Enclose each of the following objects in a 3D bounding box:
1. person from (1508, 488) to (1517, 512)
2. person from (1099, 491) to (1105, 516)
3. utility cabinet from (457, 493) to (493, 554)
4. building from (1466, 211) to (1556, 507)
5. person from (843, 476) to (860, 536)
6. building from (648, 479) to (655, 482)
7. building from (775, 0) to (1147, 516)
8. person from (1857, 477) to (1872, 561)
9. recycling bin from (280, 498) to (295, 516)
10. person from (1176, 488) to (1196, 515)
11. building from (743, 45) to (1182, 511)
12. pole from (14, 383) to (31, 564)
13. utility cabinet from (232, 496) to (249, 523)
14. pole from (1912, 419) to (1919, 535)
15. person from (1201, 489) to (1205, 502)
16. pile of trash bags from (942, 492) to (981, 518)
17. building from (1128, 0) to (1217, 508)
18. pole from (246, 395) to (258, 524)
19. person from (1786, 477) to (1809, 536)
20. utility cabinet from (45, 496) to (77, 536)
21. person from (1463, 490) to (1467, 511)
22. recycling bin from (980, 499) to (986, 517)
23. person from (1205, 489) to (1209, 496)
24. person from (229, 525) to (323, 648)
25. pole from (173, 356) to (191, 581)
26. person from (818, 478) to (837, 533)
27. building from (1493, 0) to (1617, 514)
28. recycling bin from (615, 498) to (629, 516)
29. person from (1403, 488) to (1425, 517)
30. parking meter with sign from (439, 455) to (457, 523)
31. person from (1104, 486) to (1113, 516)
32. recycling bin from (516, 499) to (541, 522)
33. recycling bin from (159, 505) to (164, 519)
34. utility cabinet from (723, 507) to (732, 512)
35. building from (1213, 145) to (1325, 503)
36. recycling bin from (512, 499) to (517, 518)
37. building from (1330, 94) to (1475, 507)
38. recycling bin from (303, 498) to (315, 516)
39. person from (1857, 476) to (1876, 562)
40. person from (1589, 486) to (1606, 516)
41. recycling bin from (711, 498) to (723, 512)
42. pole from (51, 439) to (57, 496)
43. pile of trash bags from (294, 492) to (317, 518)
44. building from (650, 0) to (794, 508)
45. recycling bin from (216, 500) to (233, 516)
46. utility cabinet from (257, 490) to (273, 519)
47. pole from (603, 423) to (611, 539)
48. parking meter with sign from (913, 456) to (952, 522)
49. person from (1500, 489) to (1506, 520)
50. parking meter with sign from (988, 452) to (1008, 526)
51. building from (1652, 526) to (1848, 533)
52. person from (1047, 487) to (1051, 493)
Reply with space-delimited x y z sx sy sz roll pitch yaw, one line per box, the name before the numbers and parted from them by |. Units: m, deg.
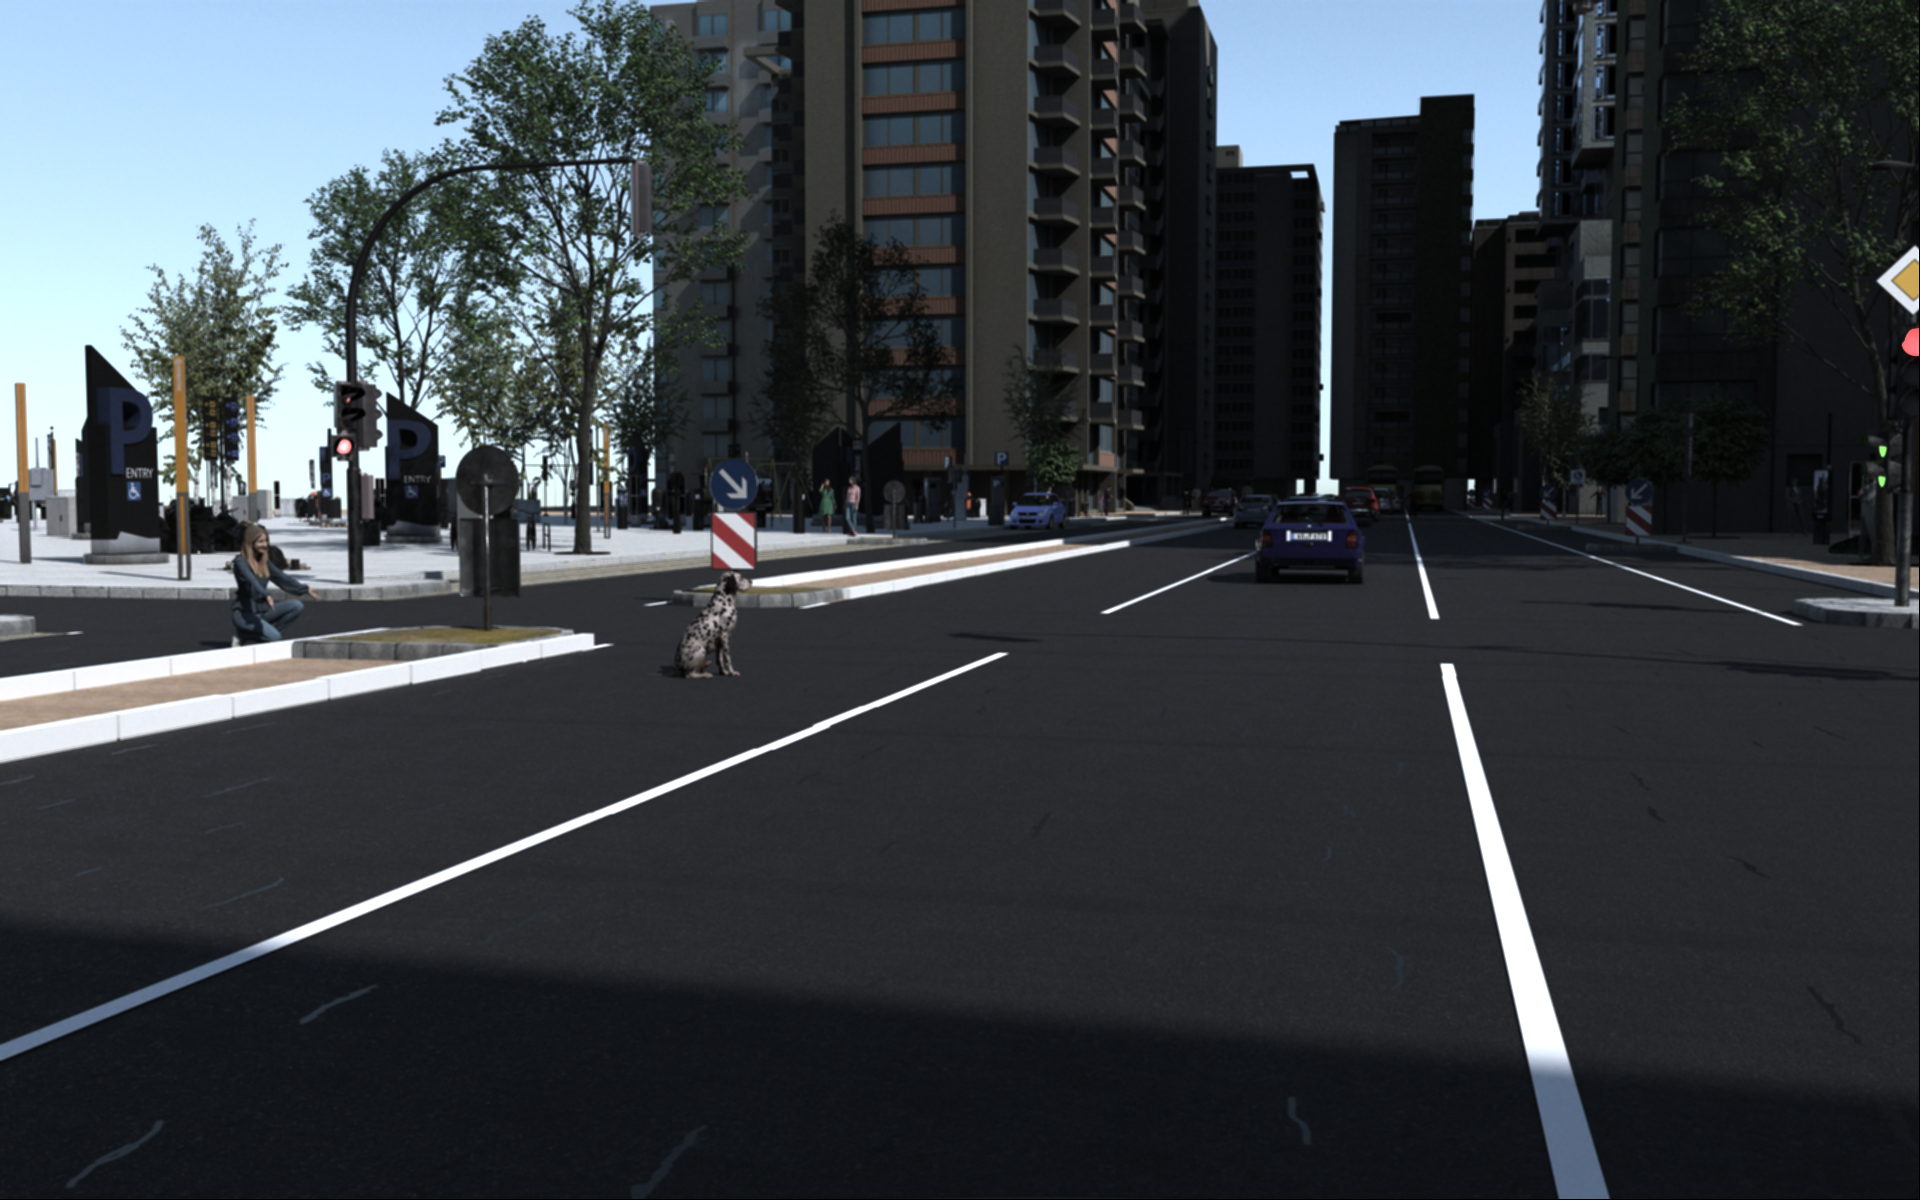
person | 40.091 -7.272 125.650 0.721 1.736 1.217 3 5 45
person | 8.065 -5.517 99.473 0.599 1.433 0.991 0 4 3
utility cabinet | -10.021 -1.661 35.834 0.318 1.500 1.173 -3 4 -38
building | 60.078 -24.941 179.494 14.107 30.474 14.160 1 4 14
person | -3.306 -2.854 52.713 0.555 1.821 0.388 2 4 25
building | -19.432 -33.571 203.512 28.867 44.769 22.147 1 4 14
building | 0.237 -28.133 114.605 22.147 44.769 28.867 1 4 14
person | 17.667 -1.665 33.455 0.537 1.800 0.526 3 4 37
recycling bin | -38.664 -5.322 99.565 0.722 1.027 0.722 0 4 -2
person | 15.135 -6.601 116.050 1.348 1.869 0.705 0 4 2
building | 1.564 -27.508 141.629 32.217 40.220 23.993 1 4 14
pole | -17.260 -2.327 31.894 0.158 3.312 0.155 0 3 0
utility cabinet | -30.472 -3.823 73.669 1.020 1.237 0.306 2 4 23
pole | 24.235 -3.058 43.848 0.158 3.312 0.155 0 3 0
person | 18.261 -7.447 130.223 0.705 1.831 1.348 1 4 15
pile of trash bags | 0.192 -5.079 92.786 1.912 1.369 3.447 -1 4 -9
building | 12.439 -33.012 163.447 21.600 48.544 21.300 1 4 14
pole | -14.648 -2.569 35.840 0.158 3.312 0.155 0 3 0
person | 25.476 -2.836 52.684 0.520 1.790 0.573 -2 4 -24
utility cabinet | -27.439 -2.550 52.855 1.020 1.237 0.306 2 4 26
person | 41.878 -8.233 143.813 0.721 1.736 1.217 1 4 15
recycling bin | 0.978 -5.168 97.052 0.722 1.027 0.722 3 4 39
person | 21.895 -9.004 153.785 0.750 1.759 0.617 1 4 13
person | -6.305 -0.120 15.954 0.738 1.151 1.012 1 4 17
pole | -11.520 -1.945 25.642 0.158 3.312 0.155 0 3 0
person | -4.355 -3.080 56.654 0.600 1.795 0.529 -1 4 -17
building | 57.871 -50.910 145.050 22.319 86.520 31.000 1 4 14
recycling bin | -19.853 -5.478 102.119 0.722 1.027 0.722 2 4 34
person | 28.054 -6.035 107.131 1.348 1.831 0.705 0 4 0
parking meter with sign | -22.670 -4.972 77.547 1.738 3.016 0.543 2 4 31
person | 8.690 -5.781 101.003 0.568 1.767 0.683 -1 4 -21
recycling bin | -19.670 -4.079 79.247 0.722 1.027 0.722 1 4 14
recycling bin | -18.190 -1.592 38.591 0.722 1.027 0.722 -3 5 -39
utility cabinet | -12.915 -5.311 98.000 1.020 1.237 0.306 2 4 34
building | 28.690 -30.839 196.103 23.993 40.220 32.217 1 4 14
recycling bin | -24.157 -4.983 94.022 0.722 1.027 0.722 1 4 15
building | 46.301 -30.495 182.182 14.086 41.232 14.154 1 4 14
recycling bin | -38.078 -5.456 101.765 0.722 1.027 0.722 2 4 24
person | 17.214 -1.624 32.783 0.466 1.800 0.511 0 4 8
person | 37.681 -5.847 102.161 1.217 1.766 0.721 3 5 43
recycling bin | -14.263 -5.484 102.216 0.722 1.027 0.722 -1 4 -21
pole | -33.748 -4.321 64.494 0.158 3.312 0.155 0 3 0
pile of trash bags | -35.720 -5.251 95.601 1.912 1.369 3.447 -1 4 -20
building | -13.758 -33.548 168.112 30.456 49.044 23.786 1 4 14
recycling bin | -32.153 -3.882 76.027 0.722 1.027 0.722 0 4 5
utility cabinet | -35.603 -4.887 88.586 1.173 1.500 0.318 3 5 40
pole | -10.190 -3.432 49.952 0.158 3.312 0.155 0 3 0
parking meter with sign | -1.282 -5.101 79.661 1.738 3.016 0.543 -2 4 -27
person | 30.085 -5.280 95.646 0.721 1.723 1.217 1 4 14
parking meter with sign | 1.534 -4.568 70.955 0.543 3.016 1.738 1 4 14
building | 31.592 -17.744 61.811 14.160 30.474 14.107 1 4 14
person | 4.944 -5.409 95.476 0.522 1.701 0.512 3 5 44
